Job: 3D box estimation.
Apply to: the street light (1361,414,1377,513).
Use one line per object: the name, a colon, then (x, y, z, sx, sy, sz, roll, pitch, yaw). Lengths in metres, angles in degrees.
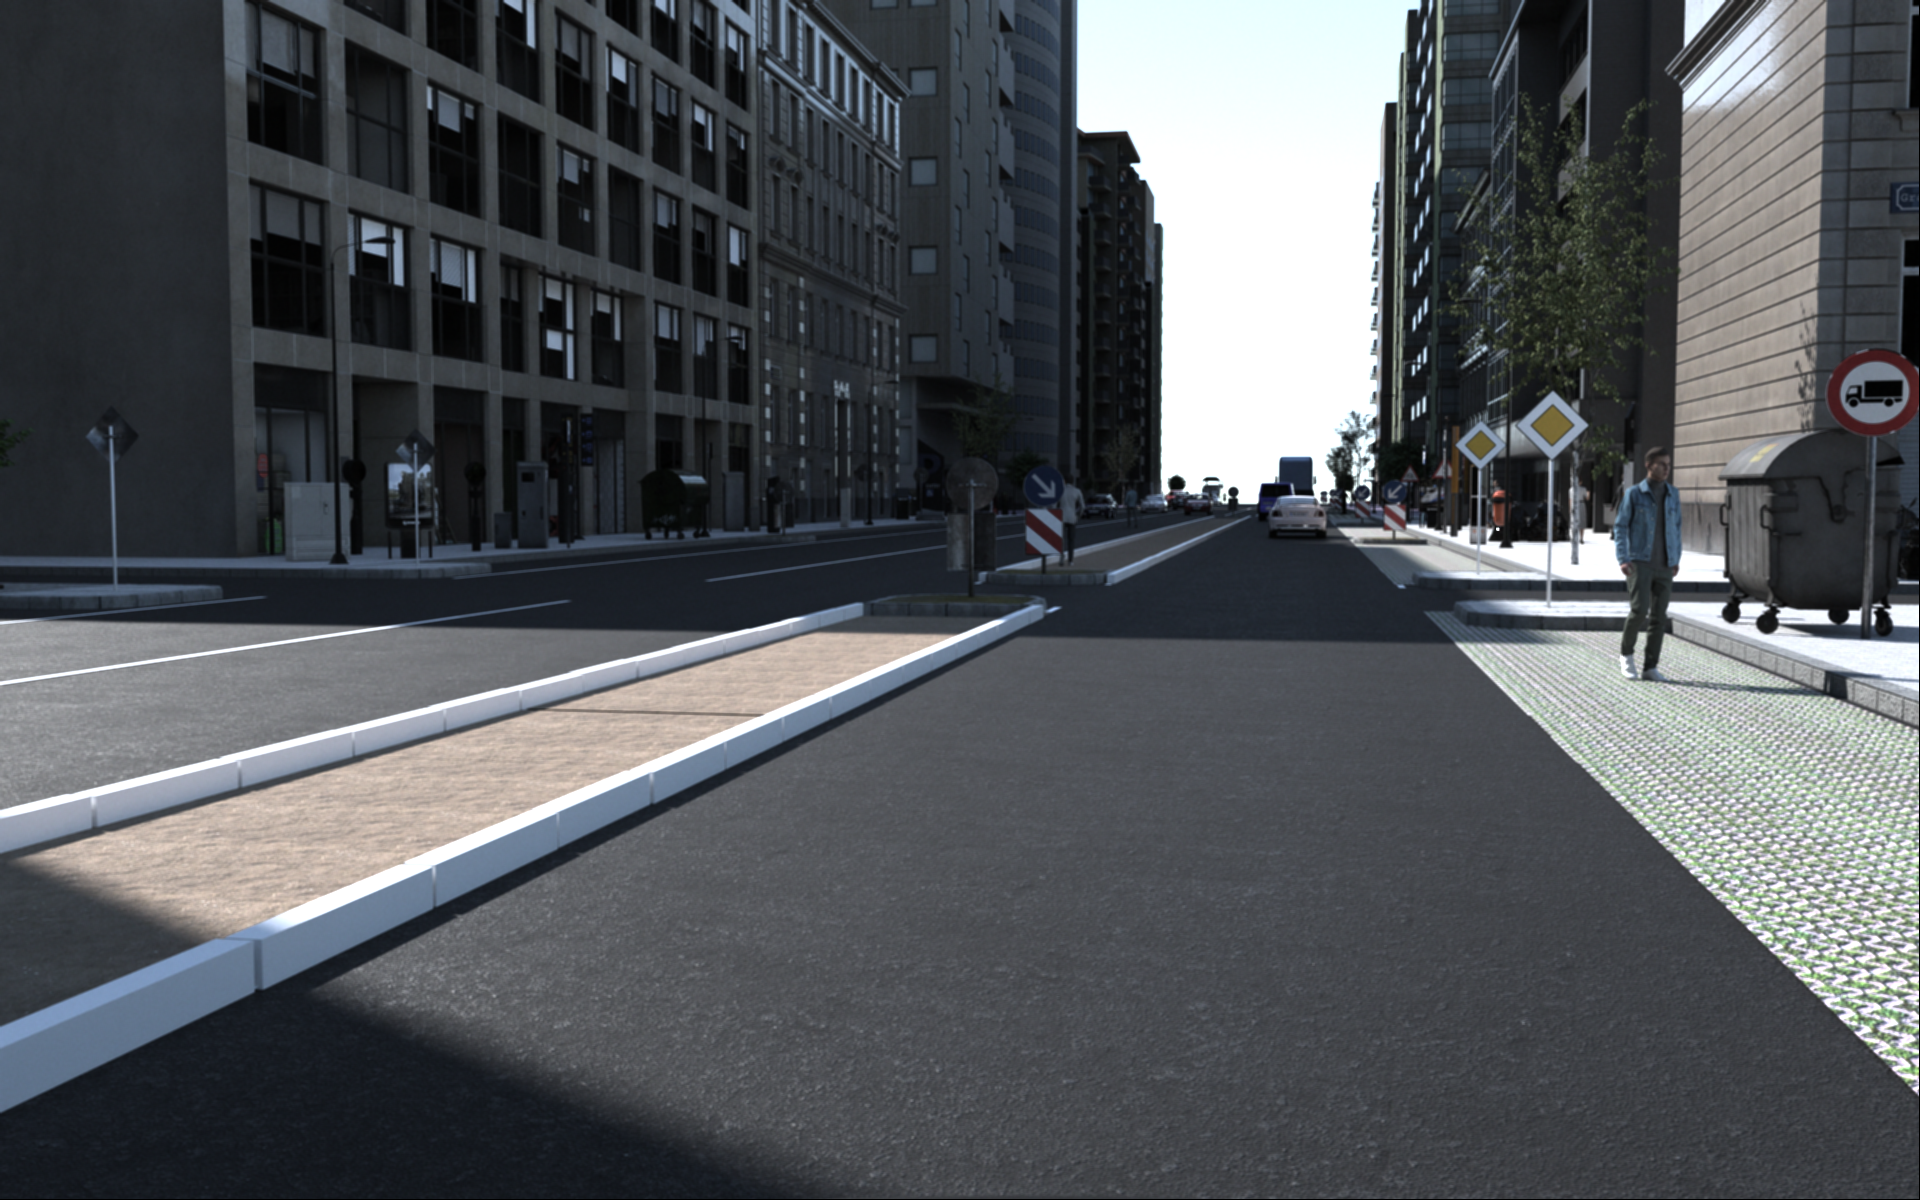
street light: (24.153, -7.823, 100.440, 1.470, 5.913, 1.316, 1, 4, 11)

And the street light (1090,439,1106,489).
street light: (11.532, -10.563, 145.248, 1.470, 5.913, 1.316, 1, 4, 11)

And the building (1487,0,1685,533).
building: (28.237, -14.964, 63.720, 14.314, 24.678, 30.058, 1, 4, 11)

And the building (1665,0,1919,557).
building: (27.415, -14.348, 31.847, 25.104, 27.353, 12.463, 1, 4, 11)

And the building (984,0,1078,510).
building: (-2.244, -37.032, 147.471, 21.231, 58.520, 28.212, 1, 4, 11)

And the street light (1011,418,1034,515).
street light: (3.840, -8.160, 105.962, 1.470, 5.913, 1.316, 1, 4, 11)

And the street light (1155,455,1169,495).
street light: (23.909, -14.348, 207.130, 1.470, 5.913, 1.316, 1, 4, 11)

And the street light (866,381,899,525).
street light: (-3.191, -6.026, 71.074, 1.470, 5.913, 1.316, 1, 4, 11)

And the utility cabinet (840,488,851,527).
utility cabinet: (-4.397, -3.528, 66.356, 0.318, 1.500, 1.173, 0, 4, 2)

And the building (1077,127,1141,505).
building: (9.723, -33.756, 206.528, 22.147, 44.769, 28.867, 1, 4, 11)

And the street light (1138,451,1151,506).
street light: (20.006, -13.149, 187.525, 1.470, 5.913, 1.316, 1, 4, 11)

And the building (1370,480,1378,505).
building: (66.911, -31.713, 210.393, 32.217, 40.220, 23.993, 1, 4, 11)

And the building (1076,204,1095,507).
building: (5.327, -24.289, 168.822, 14.160, 30.474, 14.107, 1, 4, 11)

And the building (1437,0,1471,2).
building: (35.955, -25.786, 105.201, 14.154, 41.232, 14.086, 1, 4, 11)

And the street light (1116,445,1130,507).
street light: (15.551, -11.799, 165.449, 1.470, 5.913, 1.316, 1, 4, 11)

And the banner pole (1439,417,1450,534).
banner pole: (15.761, -4.052, 56.270, 0.401, 3.779, 0.863, 0, 4, 6)

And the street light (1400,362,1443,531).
street light: (16.294, -5.398, 60.801, 1.470, 5.913, 1.316, 1, 4, 11)

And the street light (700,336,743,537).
street light: (-7.046, -4.806, 51.124, 1.470, 5.913, 1.316, 1, 4, 11)

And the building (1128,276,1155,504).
building: (17.897, -27.884, 227.597, 14.160, 30.474, 14.107, 1, 4, 11)

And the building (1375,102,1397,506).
building: (53.855, -33.203, 192.980, 14.600, 45.320, 14.200, 1, 4, 11)

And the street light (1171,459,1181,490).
street light: (27.792, -15.566, 227.043, 1.470, 5.913, 1.316, 1, 4, 11)

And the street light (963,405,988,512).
street light: (0.748, -7.225, 90.671, 1.470, 5.913, 1.316, 1, 4, 11)

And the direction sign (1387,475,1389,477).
direction sign: (23.117, -6.120, 92.058, 0.876, 3.537, 0.379, 2, 4, 30)

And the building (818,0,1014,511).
building: (-11.207, -32.516, 120.871, 28.713, 52.752, 27.495, 1, 4, 11)

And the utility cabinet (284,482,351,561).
utility cabinet: (-12.331, -1.504, 33.266, 0.318, 1.500, 1.173, 3, 5, 43)

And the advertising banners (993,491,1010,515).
advertising banners: (2.125, -6.633, 104.639, 2.074, 3.025, 0.090, -2, 4, -34)

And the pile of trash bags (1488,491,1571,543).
pile of trash bags: (15.133, -2.257, 46.649, 1.912, 1.369, 3.447, 3, 4, 37)

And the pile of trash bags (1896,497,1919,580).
pile of trash bags: (14.606, -1.005, 26.187, 3.447, 1.369, 1.912, 1, 4, 15)

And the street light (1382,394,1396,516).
street light: (20.289, -6.596, 80.387, 1.470, 5.913, 1.316, 1, 4, 11)

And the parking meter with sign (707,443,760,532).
parking meter with sign: (-7.723, -3.846, 59.144, 1.738, 3.016, 0.543, -1, 4, -19)

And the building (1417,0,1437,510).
building: (45.074, -30.974, 126.030, 23.786, 49.044, 30.456, 1, 4, 11)

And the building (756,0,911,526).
building: (-11.034, -17.358, 81.061, 12.463, 27.353, 25.104, 1, 4, 11)

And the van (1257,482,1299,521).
van: (17.344, -5.517, 94.581, 2.240, 2.365, 5.245, 1, 4, 13)

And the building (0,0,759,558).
building: (-20.581, -15.158, 52.346, 19.350, 26.468, 34.151, 1, 4, 11)

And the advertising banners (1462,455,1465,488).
advertising banners: (21.451, -4.772, 74.216, 0.090, 3.025, 2.074, 1, 4, 10)

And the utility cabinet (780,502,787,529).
utility cabinet: (-6.754, -3.239, 64.124, 0.306, 1.237, 1.020, -2, 4, -31)

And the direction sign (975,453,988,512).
direction sign: (1.157, -6.283, 94.723, 0.876, 3.537, 0.379, 3, 5, 39)

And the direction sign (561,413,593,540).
direction sign: (-10.735, -3.463, 48.620, 0.876, 3.537, 0.379, -1, 4, -15)

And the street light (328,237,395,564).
street light: (-10.873, -3.606, 31.504, 1.470, 5.913, 1.316, 1, 4, 11)

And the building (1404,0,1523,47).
building: (45.009, -28.462, 148.941, 14.154, 41.232, 14.086, 1, 4, 11)

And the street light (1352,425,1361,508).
street light: (27.142, -8.753, 115.645, 1.470, 5.913, 1.316, 1, 4, 11)

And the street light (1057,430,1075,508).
street light: (7.644, -9.361, 125.585, 1.470, 5.913, 1.316, 1, 4, 11)

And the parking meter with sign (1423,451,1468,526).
parking meter with sign: (19.549, -4.494, 69.730, 1.738, 3.016, 0.543, 0, 4, 4)

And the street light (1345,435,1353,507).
street light: (31.159, -9.978, 135.682, 1.470, 5.913, 1.316, 1, 4, 11)

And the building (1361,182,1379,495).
building: (67.988, -37.837, 238.249, 23.786, 49.044, 30.456, 1, 4, 11)

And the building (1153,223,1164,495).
building: (22.298, -34.960, 255.191, 14.154, 41.232, 14.086, 1, 4, 11)

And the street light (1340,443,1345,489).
street light: (35.131, -11.210, 155.819, 1.470, 5.913, 1.316, 1, 4, 11)

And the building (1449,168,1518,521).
building: (31.161, -13.695, 88.539, 10.561, 19.102, 19.286, 1, 4, 11)

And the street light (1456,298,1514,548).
street light: (12.476, -4.198, 41.180, 1.470, 5.913, 1.316, 1, 4, 11)

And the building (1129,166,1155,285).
building: (19.477, -36.154, 241.233, 14.600, 45.320, 14.200, 1, 4, 11)

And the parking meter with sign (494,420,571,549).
parking meter with sign: (-10.078, -2.724, 40.794, 1.738, 3.016, 0.543, 0, 4, -5)
